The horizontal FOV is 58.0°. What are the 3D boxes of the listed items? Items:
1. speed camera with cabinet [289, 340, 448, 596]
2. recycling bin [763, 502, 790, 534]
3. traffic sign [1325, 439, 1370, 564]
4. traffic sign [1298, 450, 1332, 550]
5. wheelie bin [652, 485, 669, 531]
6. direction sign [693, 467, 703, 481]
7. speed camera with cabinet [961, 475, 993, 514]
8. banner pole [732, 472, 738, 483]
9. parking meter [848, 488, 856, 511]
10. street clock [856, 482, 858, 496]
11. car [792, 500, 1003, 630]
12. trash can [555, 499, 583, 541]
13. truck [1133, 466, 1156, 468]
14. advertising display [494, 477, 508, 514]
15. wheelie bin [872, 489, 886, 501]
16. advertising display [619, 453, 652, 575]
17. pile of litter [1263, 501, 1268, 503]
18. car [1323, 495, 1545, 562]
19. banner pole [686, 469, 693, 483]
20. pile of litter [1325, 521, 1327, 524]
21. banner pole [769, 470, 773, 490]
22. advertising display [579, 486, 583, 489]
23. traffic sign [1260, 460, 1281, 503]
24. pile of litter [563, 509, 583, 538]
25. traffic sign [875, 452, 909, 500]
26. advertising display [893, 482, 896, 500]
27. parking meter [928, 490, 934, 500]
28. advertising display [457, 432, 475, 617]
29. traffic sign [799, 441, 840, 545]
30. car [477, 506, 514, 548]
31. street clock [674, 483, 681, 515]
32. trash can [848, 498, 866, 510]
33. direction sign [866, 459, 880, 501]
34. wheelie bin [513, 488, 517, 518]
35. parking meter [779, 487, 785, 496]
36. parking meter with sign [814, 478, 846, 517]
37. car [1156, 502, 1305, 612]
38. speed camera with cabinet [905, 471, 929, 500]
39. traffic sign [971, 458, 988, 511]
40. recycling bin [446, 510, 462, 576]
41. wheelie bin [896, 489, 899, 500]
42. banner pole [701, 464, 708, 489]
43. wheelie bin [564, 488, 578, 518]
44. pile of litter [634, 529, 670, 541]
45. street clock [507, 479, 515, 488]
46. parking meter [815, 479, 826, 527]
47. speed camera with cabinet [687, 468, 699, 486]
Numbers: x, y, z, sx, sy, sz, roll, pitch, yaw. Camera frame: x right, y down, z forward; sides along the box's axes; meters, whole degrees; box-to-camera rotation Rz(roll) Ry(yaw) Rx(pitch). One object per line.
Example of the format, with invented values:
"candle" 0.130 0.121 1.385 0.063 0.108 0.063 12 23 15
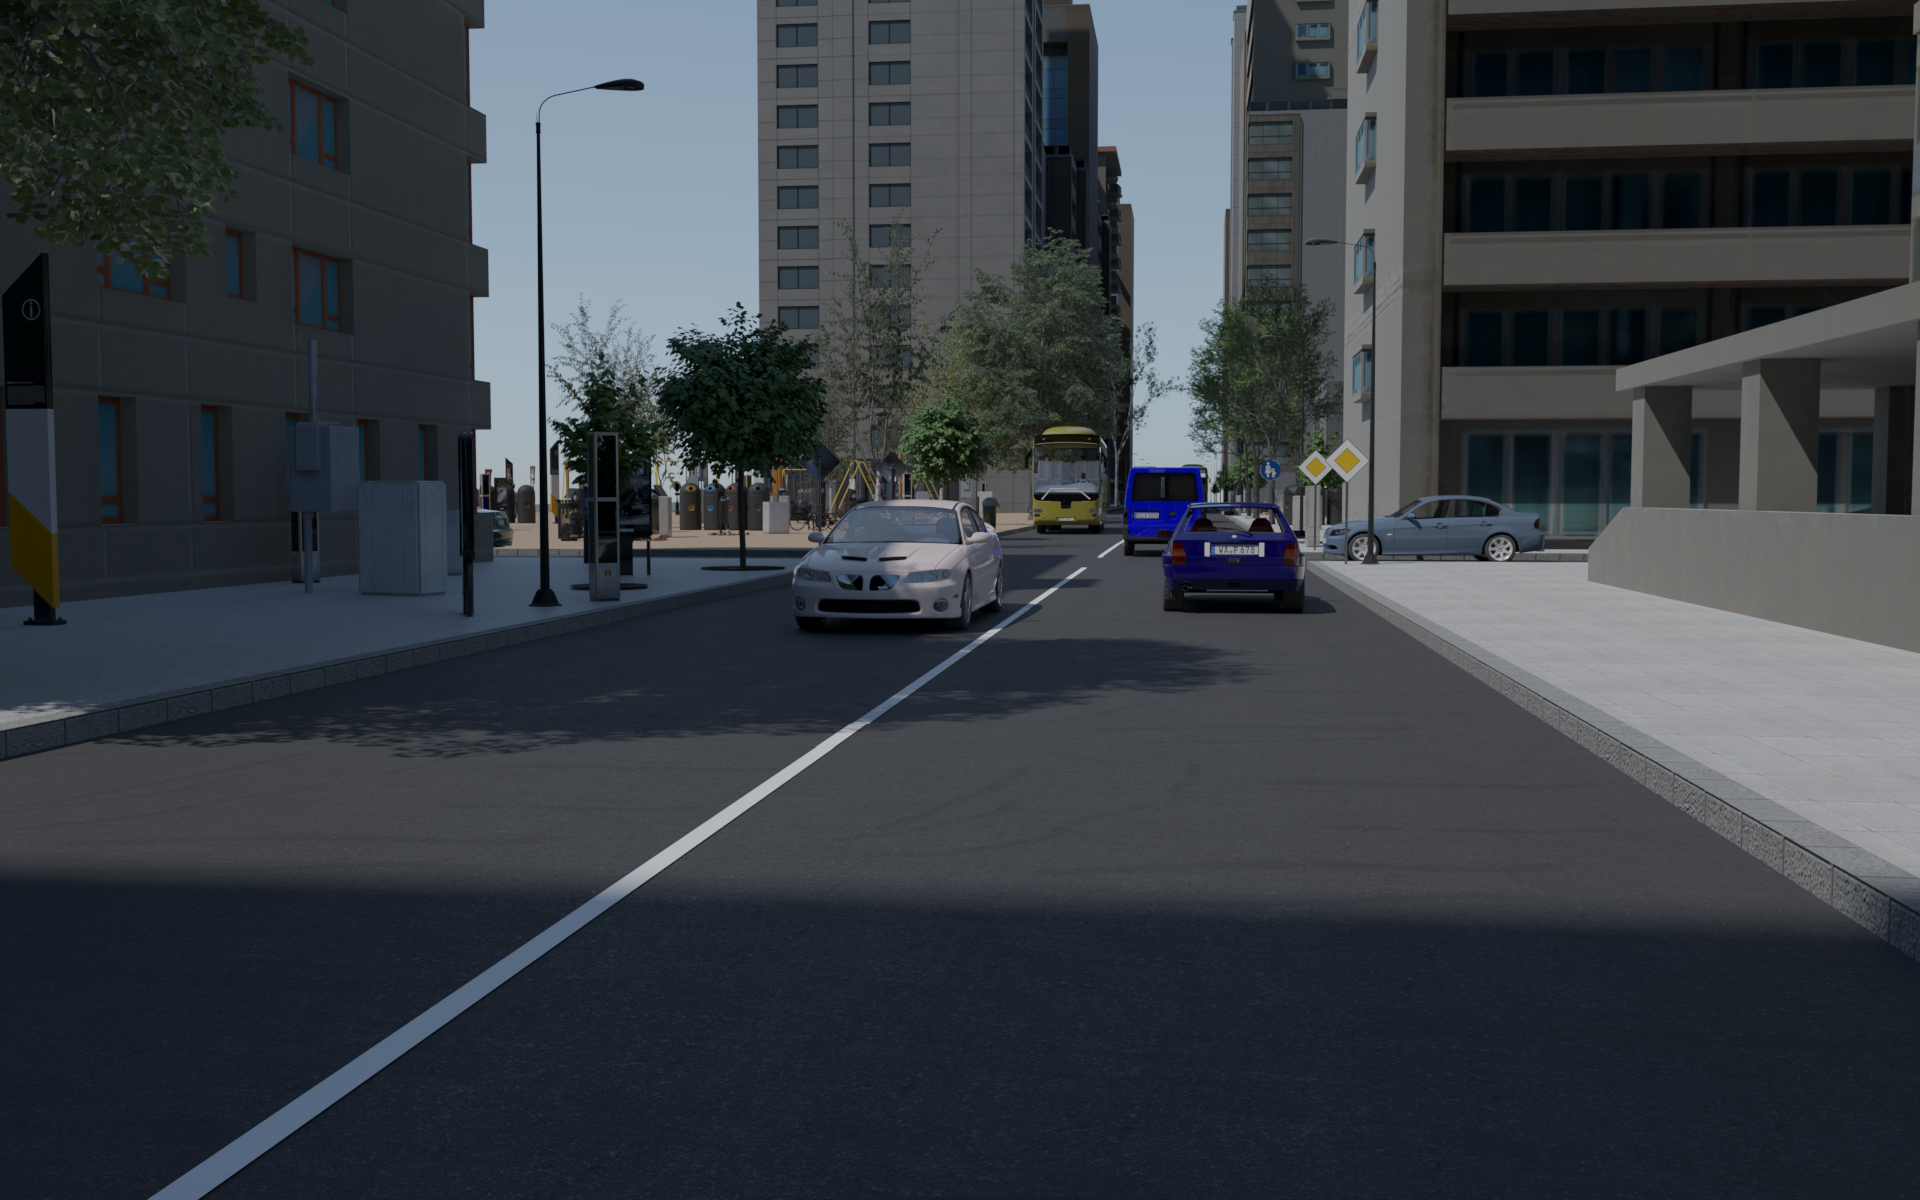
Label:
"speed camera with cabinet" -7.589 -1.704 22.204 2.038 3.252 0.660 1 4 21
"recycling bin" -5.945 -2.657 55.996 0.722 1.027 0.722 -1 4 -20
"traffic sign" 7.046 -1.708 31.574 0.795 2.450 0.064 0 4 8
"traffic sign" 8.100 -2.192 39.490 0.795 2.450 0.064 0 4 8
"wheelie bin" -10.271 -3.111 58.770 0.693 1.594 0.980 1 4 12
"direction sign" -16.154 -7.028 106.907 0.876 3.537 0.379 3 4 36
"speed camera with cabinet" 1.101 -7.218 112.356 2.038 3.252 0.660 0 4 -2
"banner pole" -13.444 -6.971 103.990 0.863 3.779 0.401 -1 4 -19
"parking meter" -4.882 -4.280 78.381 0.372 1.533 0.369 0 3 0
"street clock" -6.270 -6.087 104.095 0.358 2.002 0.471 -1 4 -9
"car" -0.603 -0.460 19.886 2.083 1.381 4.827 1 4 8
"trash can" -10.679 -2.181 47.309 0.748 1.137 0.748 0 3 0
"truck" 18.502 -11.229 173.357 2.967 4.110 18.799 0 4 6
"advertising display" -17.796 -3.787 67.127 0.123 1.923 0.974 1 4 9
"wheelie bin" -5.417 -6.659 116.777 0.980 1.594 0.693 -3 4 -36
"advertising display" -5.349 -1.351 27.297 0.974 1.923 0.123 -1 4 -15
"pile of litter" 18.912 -5.679 106.814 1.719 0.858 1.176 1 4 10
"car" 9.918 -1.494 36.437 4.499 1.417 2.014 0 4 6
"banner pole" -16.875 -7.232 108.265 0.863 3.779 0.401 0 4 6
"pile of litter" 16.342 -3.718 74.750 1.719 0.858 1.176 -1 4 -14
"banner pole" -11.514 -7.095 106.019 0.863 3.779 0.401 3 4 37
"advertising display" -18.552 -4.952 86.185 0.974 1.923 0.123 2 4 29
"traffic sign" 11.467 -3.907 63.985 0.768 2.556 0.104 1 4 15
"pile of litter" -10.885 -2.213 50.147 1.176 0.858 1.719 3 5 44
"traffic sign" -1.606 -2.273 40.798 0.795 2.450 0.064 0 4 8
"advertising display" -3.043 -4.581 80.107 0.123 1.923 0.974 0 4 1
"parking meter" -1.941 -6.553 115.559 0.372 1.533 0.369 0 3 0
"advertising display" -5.262 -0.811 18.467 0.123 1.923 0.974 -1 4 -18
"traffic sign" -2.660 -1.788 32.882 0.795 2.450 0.064 0 4 8
"car" -12.514 -1.650 38.778 4.920 1.459 2.131 0 4 6
"street clock" -17.374 -6.227 106.381 0.471 2.002 0.358 -3 5 -42
"trash can" -4.004 -3.416 67.497 0.748 1.137 0.748 0 3 0
"direction sign" -5.641 -7.362 112.363 0.876 3.537 0.379 0 4 8
"wheelie bin" -23.919 -5.123 91.671 0.980 1.594 0.693 -3 5 -44
"parking meter" -6.874 -3.536 66.220 0.372 1.533 0.369 0 3 0
"parking meter with sign" -7.147 -6.060 95.336 1.738 3.016 0.543 0 4 -6
"car" 3.508 -0.601 22.414 1.945 1.354 3.894 0 4 8
"speed camera with cabinet" -3.083 -7.472 116.506 2.038 3.252 0.660 -2 4 -27
"traffic sign" 0.540 -3.525 57.732 0.768 2.556 0.104 1 4 14
"recycling bin" -8.335 -0.910 27.427 0.722 1.027 0.722 -2 4 -32
"wheelie bin" -3.500 -5.869 103.859 0.980 1.594 0.693 0 4 -7
"banner pole" -13.774 -6.308 93.149 0.401 3.779 0.863 2 4 28
"wheelie bin" -20.207 -5.041 90.324 0.980 1.594 0.693 3 5 39
"pile of litter" -8.613 -2.078 47.936 1.176 0.858 1.719 0 4 5
"street clock" -21.401 -4.766 82.498 0.358 2.002 0.471 0 4 -2
"parking meter" -5.368 -3.728 66.659 0.255 1.863 0.399 3 4 36
"speed camera with cabinet" -13.552 -5.712 87.721 0.660 3.252 2.038 -1 4 -10
